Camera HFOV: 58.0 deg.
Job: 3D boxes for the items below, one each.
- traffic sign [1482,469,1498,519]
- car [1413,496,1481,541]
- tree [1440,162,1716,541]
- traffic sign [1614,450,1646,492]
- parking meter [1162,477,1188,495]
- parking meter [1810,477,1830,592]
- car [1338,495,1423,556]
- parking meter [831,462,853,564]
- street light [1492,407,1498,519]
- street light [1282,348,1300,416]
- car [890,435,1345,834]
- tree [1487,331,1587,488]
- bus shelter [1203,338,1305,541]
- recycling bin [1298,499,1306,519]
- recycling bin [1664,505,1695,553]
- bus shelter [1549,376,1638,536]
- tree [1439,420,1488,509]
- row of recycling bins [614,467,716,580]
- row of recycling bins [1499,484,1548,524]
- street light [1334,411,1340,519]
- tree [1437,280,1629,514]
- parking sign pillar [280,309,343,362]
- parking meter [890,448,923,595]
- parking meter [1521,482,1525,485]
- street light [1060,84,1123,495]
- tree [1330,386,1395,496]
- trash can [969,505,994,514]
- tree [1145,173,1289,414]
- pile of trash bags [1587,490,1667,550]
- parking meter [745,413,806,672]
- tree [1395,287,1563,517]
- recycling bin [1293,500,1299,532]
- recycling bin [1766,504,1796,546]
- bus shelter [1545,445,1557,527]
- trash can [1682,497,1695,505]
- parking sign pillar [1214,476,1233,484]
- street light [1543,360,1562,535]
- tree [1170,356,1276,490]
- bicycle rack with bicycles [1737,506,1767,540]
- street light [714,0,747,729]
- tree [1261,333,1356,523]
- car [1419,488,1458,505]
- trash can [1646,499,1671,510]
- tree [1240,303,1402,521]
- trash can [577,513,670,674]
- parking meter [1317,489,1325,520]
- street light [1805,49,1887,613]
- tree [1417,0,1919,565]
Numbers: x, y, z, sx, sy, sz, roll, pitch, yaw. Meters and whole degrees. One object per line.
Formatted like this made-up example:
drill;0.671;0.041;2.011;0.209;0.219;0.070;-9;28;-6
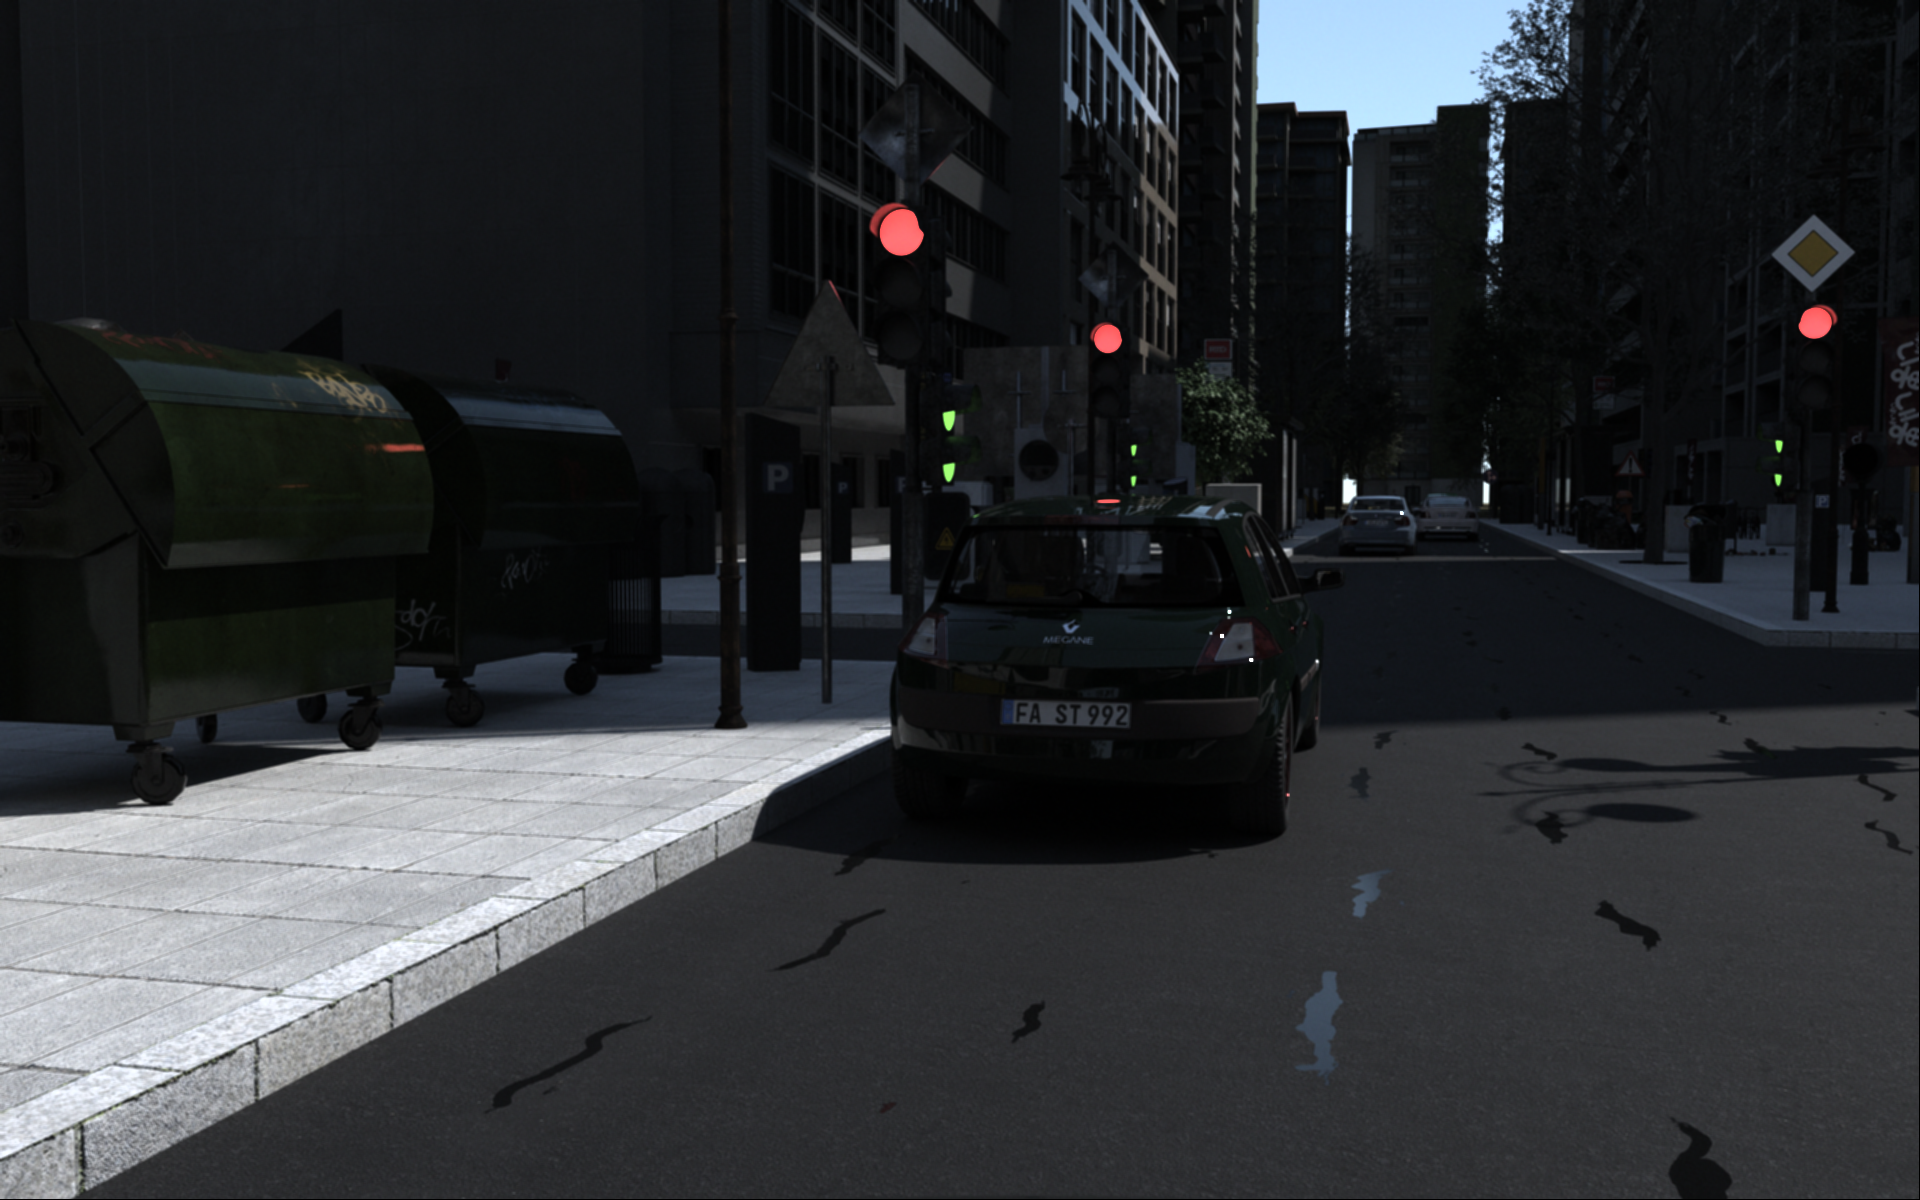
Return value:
traffic sign;26.744;-5.338;87.378;0.768;2.556;0.104;1;4;19
car;15.224;-2.557;54.167;2.083;1.381;4.827;1;4;15
tree;16.528;-6.867;46.694;7.601;10.594;8.767;1;4;21
traffic sign;19.822;-3.135;51.259;0.884;2.594;0.081;1;4;16
parking meter;3.224;-1.075;25.994;0.372;1.533;0.369;0;3;0
parking meter;11.349;-0.883;22.856;0.372;1.533;0.369;0;3;0
car;10.052;-1.805;41.522;2.014;1.417;4.499;1;4;16
parking meter;-2.199;-1.609;32.012;0.399;1.863;0.255;-2;4;-27
street light;27.679;-7.135;89.444;0.468;5.910;1.993;1;4;14
street light;10.504;-5.030;55.024;0.468;5.910;1.993;1;4;14
car;0.919;0.058;8.838;2.009;1.686;4.222;1;4;14
tree;24.254;-7.484;72.728;4.737;8.622;4.395;0;3;0
bus shelter;7.999;-4.248;47.082;2.179;5.291;8.768;1;4;15
recycling bin;17.555;-4.748;90.178;0.722;1.027;0.722;-1;4;-15
recycling bin;15.956;-1.567;38.179;0.722;1.027;0.722;1;4;16
bus shelter;20.531;-4.834;56.662;2.179;5.291;8.768;1;4;14
tree;43.415;-12.121;148.532;4.360;8.622;3.978;0;3;0
row of recycling bins;-4.997;-1.187;26.529;1.069;1.692;3.534;2;4;32
row of recycling bins;24.673;-4.181;75.475;3.534;1.692;1.069;-3;5;-44
street light;19.575;-7.164;89.912;0.468;5.910;1.993;1;4;14
tree;26.838;-9.503;81.133;9.928;11.665;9.643;0;3;0
parking sign pillar;-9.658;-2.265;25.510;1.447;3.967;1.447;0;4;5
parking meter;-0.684;-1.004;22.128;0.399;1.863;0.255;0;4;5
parking meter;28.476;-4.997;87.404;0.255;1.863;0.399;1;4;8
street light;1.528;-2.894;20.111;0.468;5.910;1.993;1;4;14
tree;35.628;-14.315;152.180;7.486;12.596;7.792;0;3;0
trash can;0.486;-0.619;21.776;0.748;1.137;0.748;0;3;0
tree;12.516;-9.493;65.579;12.009;13.543;11.850;0;3;0
pile of trash bags;15.970;-1.933;41.359;1.912;1.369;3.447;1;4;15
parking meter;-1.344;-0.421;12.600;0.399;1.863;0.255;-1;4;-21
tree;29.277;-10.836;95.298;7.486;12.596;7.792;0;3;0
recycling bin;10.870;-2.813;58.554;0.722;1.027;0.722;-1;4;-23
recycling bin;20.489;-1.861;42.983;0.722;1.027;0.722;3;5;41
bus shelter;23.199;-4.385;65.617;2.014;3.302;5.546;1;4;15
trash can;33.687;-4.199;80.312;0.748;1.137;0.748;0;3;0
parking sign pillar;9.181;-4.260;58.117;1.447;3.967;1.447;1;4;14
street light;18.326;-4.948;53.694;0.468;5.910;1.993;1;4;14
tree;5.732;-3.494;40.837;4.285;4.588;4.351;0;3;0
bicycle rack with bicycles;22.184;-2.254;50.230;2.852;0.926;2.925;3;5;40
street light;-1.260;-2.236;9.347;0.468;5.910;1.993;1;4;14
tree;15.086;-7.719;76.574;4.737;8.622;4.395;0;3;0
car;20.922;-4.056;75.104;1.959;1.807;4.718;1;4;16
trash can;21.501;-2.549;53.336;0.748;1.137;0.748;0;3;0
tree;17.095;-9.146;83.946;8.767;10.594;7.601;0;4;2
trash can;-2.466;-0.053;12.516;0.748;1.137;0.748;0;3;0
parking meter;18.193;-4.824;87.284;0.372;1.533;0.369;0;3;0
street light;9.446;-2.803;18.618;0.468;5.910;1.993;1;4;14
tree;12.911;-7.406;31.452;12.009;13.543;11.850;0;3;0
